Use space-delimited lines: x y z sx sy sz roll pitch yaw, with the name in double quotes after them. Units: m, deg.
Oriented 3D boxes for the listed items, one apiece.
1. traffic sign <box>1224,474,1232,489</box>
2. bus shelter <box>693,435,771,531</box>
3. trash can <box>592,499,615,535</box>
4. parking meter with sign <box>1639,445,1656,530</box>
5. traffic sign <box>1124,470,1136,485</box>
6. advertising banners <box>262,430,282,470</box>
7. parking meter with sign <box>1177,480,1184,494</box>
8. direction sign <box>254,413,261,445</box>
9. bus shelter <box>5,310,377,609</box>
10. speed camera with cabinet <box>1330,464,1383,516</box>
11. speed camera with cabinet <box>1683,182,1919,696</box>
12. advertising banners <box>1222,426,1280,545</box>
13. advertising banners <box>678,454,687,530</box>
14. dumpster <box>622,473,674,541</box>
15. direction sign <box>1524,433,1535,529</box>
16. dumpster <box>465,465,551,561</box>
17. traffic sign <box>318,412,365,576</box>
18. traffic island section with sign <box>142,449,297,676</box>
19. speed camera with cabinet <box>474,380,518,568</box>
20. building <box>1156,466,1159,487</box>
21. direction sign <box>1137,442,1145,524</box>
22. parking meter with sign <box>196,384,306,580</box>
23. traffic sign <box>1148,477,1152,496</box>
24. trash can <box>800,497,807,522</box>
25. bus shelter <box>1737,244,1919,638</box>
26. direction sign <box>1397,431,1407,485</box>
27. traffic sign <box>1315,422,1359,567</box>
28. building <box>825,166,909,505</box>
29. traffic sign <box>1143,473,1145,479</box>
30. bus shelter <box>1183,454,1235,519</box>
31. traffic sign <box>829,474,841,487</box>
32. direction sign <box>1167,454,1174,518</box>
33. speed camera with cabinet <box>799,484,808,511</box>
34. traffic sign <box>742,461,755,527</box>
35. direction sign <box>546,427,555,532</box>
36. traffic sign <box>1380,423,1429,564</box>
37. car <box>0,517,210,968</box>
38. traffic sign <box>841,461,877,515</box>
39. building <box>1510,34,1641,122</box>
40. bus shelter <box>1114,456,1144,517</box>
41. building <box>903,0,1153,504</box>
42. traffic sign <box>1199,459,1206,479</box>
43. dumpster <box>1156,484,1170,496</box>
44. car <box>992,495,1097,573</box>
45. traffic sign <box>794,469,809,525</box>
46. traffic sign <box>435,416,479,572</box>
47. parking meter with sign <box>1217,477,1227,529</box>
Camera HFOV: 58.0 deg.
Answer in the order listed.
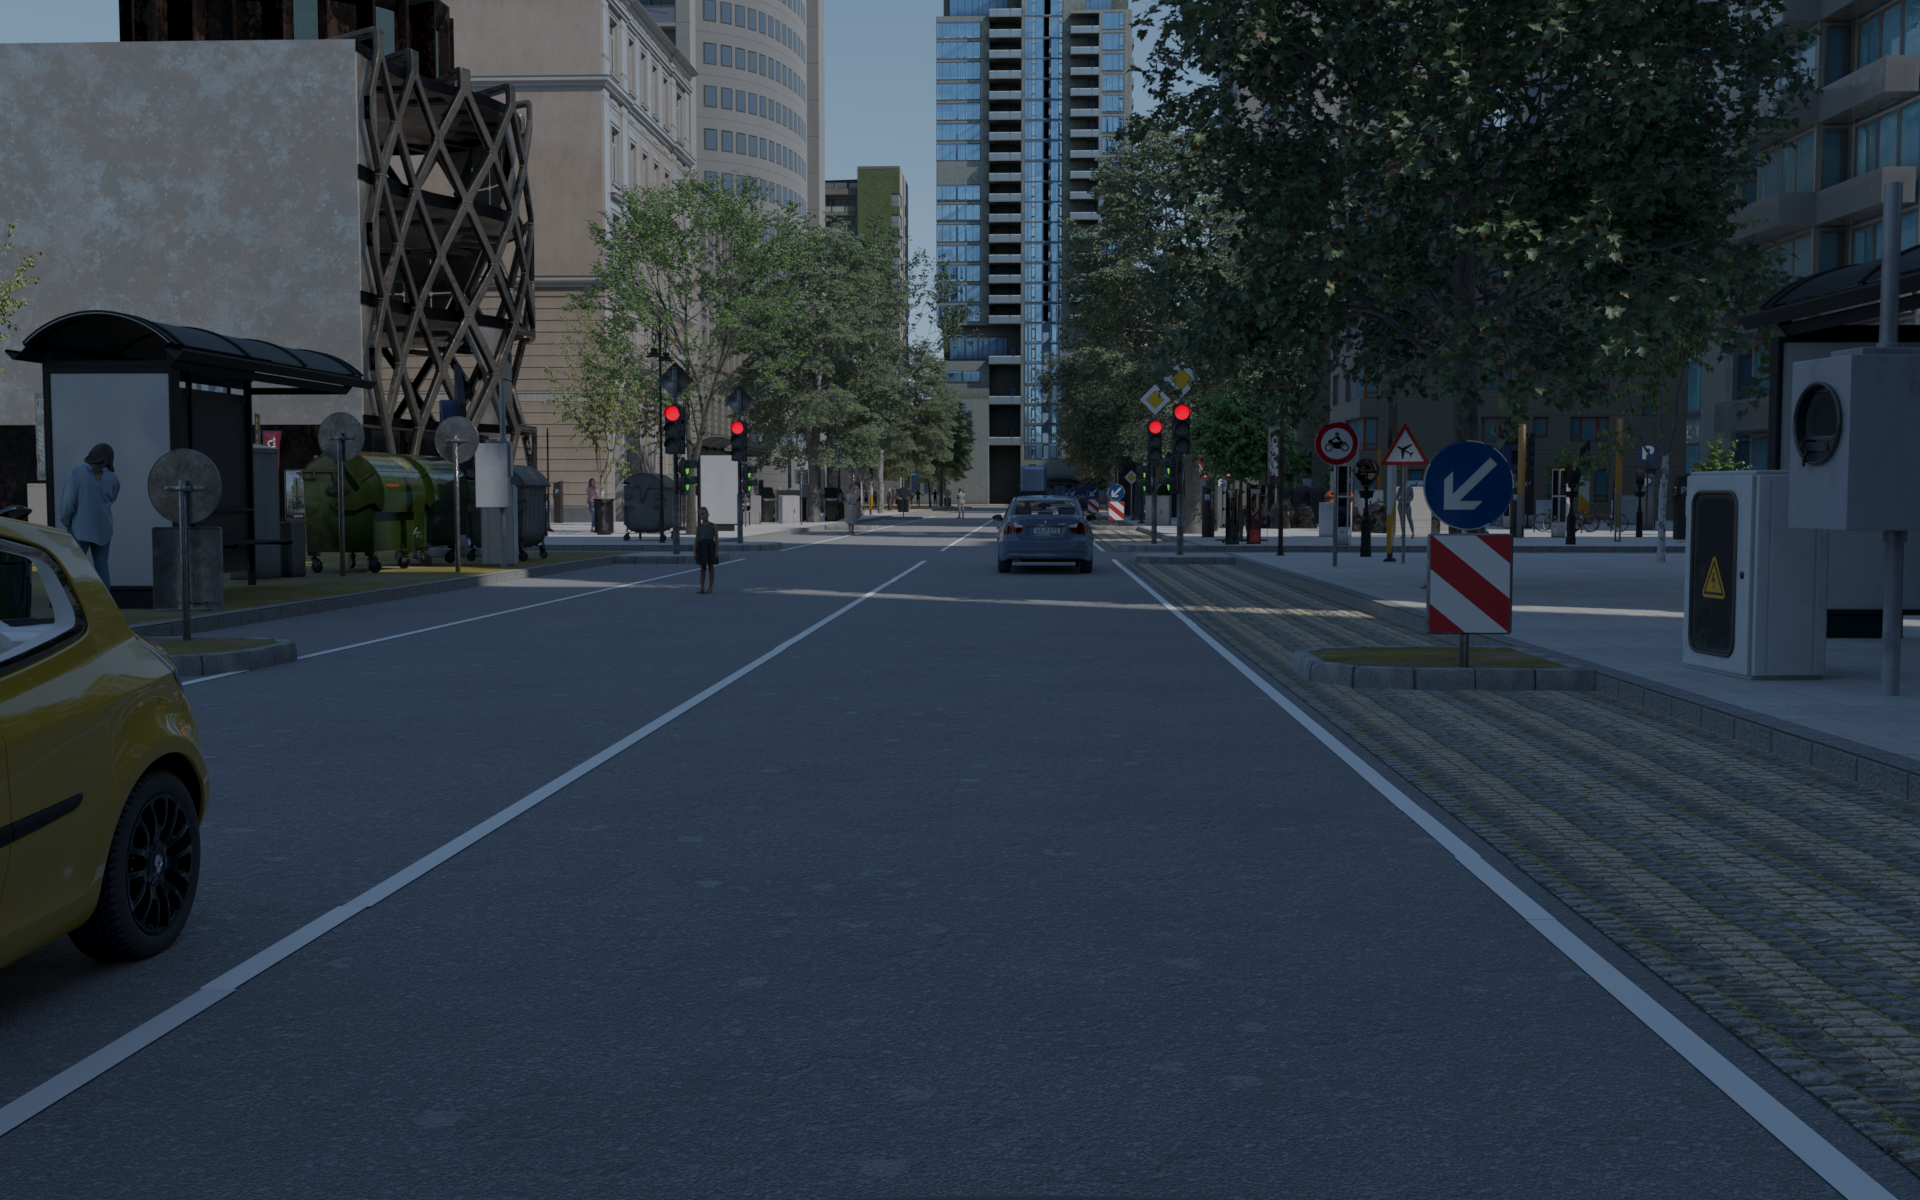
9.580 -3.738 61.216 0.768 2.556 0.104 1 4 9 "traffic sign"
-8.209 -4.181 62.281 2.014 3.302 5.546 0 4 3 "bus shelter"
-11.211 -2.623 54.533 0.748 1.137 0.748 0 3 0 "trash can"
24.712 -4.028 62.126 0.543 3.016 1.738 2 4 26 "parking meter with sign"
9.429 -5.832 95.085 0.795 2.593 0.064 0 4 4 "traffic sign"
-19.651 -3.144 47.591 2.074 3.025 0.090 0 4 -1 "advertising banners"
12.394 -6.085 95.744 1.738 3.016 0.543 2 4 34 "parking meter with sign"
-19.786 -3.478 48.868 0.379 3.537 0.876 -1 4 -15 "direction sign"
-9.374 -1.707 21.836 2.014 3.302 5.546 0 4 3 "bus shelter"
15.385 -4.452 67.128 2.038 3.252 0.660 -1 4 -18 "speed camera with cabinet"
5.694 -1.066 11.770 0.660 3.252 2.038 0 4 -4 "speed camera with cabinet"
7.490 -2.938 44.218 2.074 3.025 0.090 -2 4 -35 "advertising banners"
-10.056 -4.058 62.529 0.090 3.025 2.074 0 3 0 "advertising banners"
-8.555 -2.570 47.771 1.264 1.857 1.865 0 4 3 "dumpster"
21.184 -4.438 64.566 0.876 3.537 0.379 -3 5 -45 "direction sign"
-8.804 -1.706 33.653 1.264 1.857 1.865 0 4 2 "dumpster"
-9.625 -1.641 26.932 0.768 2.556 0.104 1 4 8 "traffic sign"
-6.719 -0.356 14.449 1.989 1.847 2.006 0 4 2 "traffic island section with sign"
-8.216 -2.222 30.670 0.660 3.252 2.038 -1 4 -10 "speed camera with cabinet"
39.016 -23.196 224.296 28.899 21.520 27.650 0 4 2 "building"
7.874 -5.078 75.020 0.379 3.537 0.876 0 4 1 "direction sign"
-10.621 -1.825 26.105 0.543 3.016 1.738 1 4 18 "parking meter with sign"
12.935 -7.240 118.482 0.768 2.556 0.104 0 4 4 "traffic sign"
-7.450 -4.222 80.686 0.748 1.137 0.748 0 3 0 "trash can"
7.883 -1.158 12.862 2.014 3.302 5.546 0 4 2 "bus shelter"
15.929 -4.308 62.437 0.379 3.537 0.876 0 4 -8 "direction sign"
6.642 -1.865 30.602 0.768 2.556 0.104 0 4 6 "traffic sign"
-13.842 -32.729 218.714 14.086 41.232 14.154 0 4 2 "building"
11.032 -6.429 105.215 0.768 2.556 0.104 1 4 10 "traffic sign"
10.062 -4.654 70.012 2.014 3.302 5.546 0 4 2 "bus shelter"
-7.855 -6.636 108.610 0.768 2.556 0.104 0 4 3 "traffic sign"
11.309 -6.186 93.133 0.379 3.537 0.876 -1 4 -18 "direction sign"
-7.795 -5.757 88.463 0.660 3.252 2.038 0 4 2 "speed camera with cabinet"
-8.353 -4.117 67.419 0.768 2.556 0.104 0 4 5 "traffic sign"
-14.059 -4.105 59.115 0.379 3.537 0.876 -1 4 -14 "direction sign"
8.189 -1.953 31.930 0.884 2.594 0.081 1 4 9 "traffic sign"
-3.331 0.381 3.996 2.015 1.641 3.980 0 4 1 "car"
-6.319 -6.980 108.000 2.265 3.308 0.079 0 4 5 "traffic sign"
71.227 -38.567 172.572 28.212 58.520 21.231 0 4 2 "building"
9.827 -7.487 100.049 2.179 5.291 8.768 0 4 3 "bus shelter"
8.919 -55.609 221.877 31.000 86.520 22.319 0 4 2 "building"
8.487 -3.775 61.724 0.884 2.594 0.081 0 4 6 "traffic sign"
11.769 -5.819 97.634 1.502 2.255 1.985 0 4 2 "dumpster"
1.599 -1.270 32.761 2.014 1.417 4.499 0 4 2 "car"
-6.567 -4.257 71.724 0.606 2.300 0.079 1 4 9 "traffic sign"
-8.230 -1.725 28.313 0.768 2.556 0.104 1 4 10 "traffic sign"
9.816 -4.213 65.136 0.543 3.016 1.738 0 4 4 "parking meter with sign"
